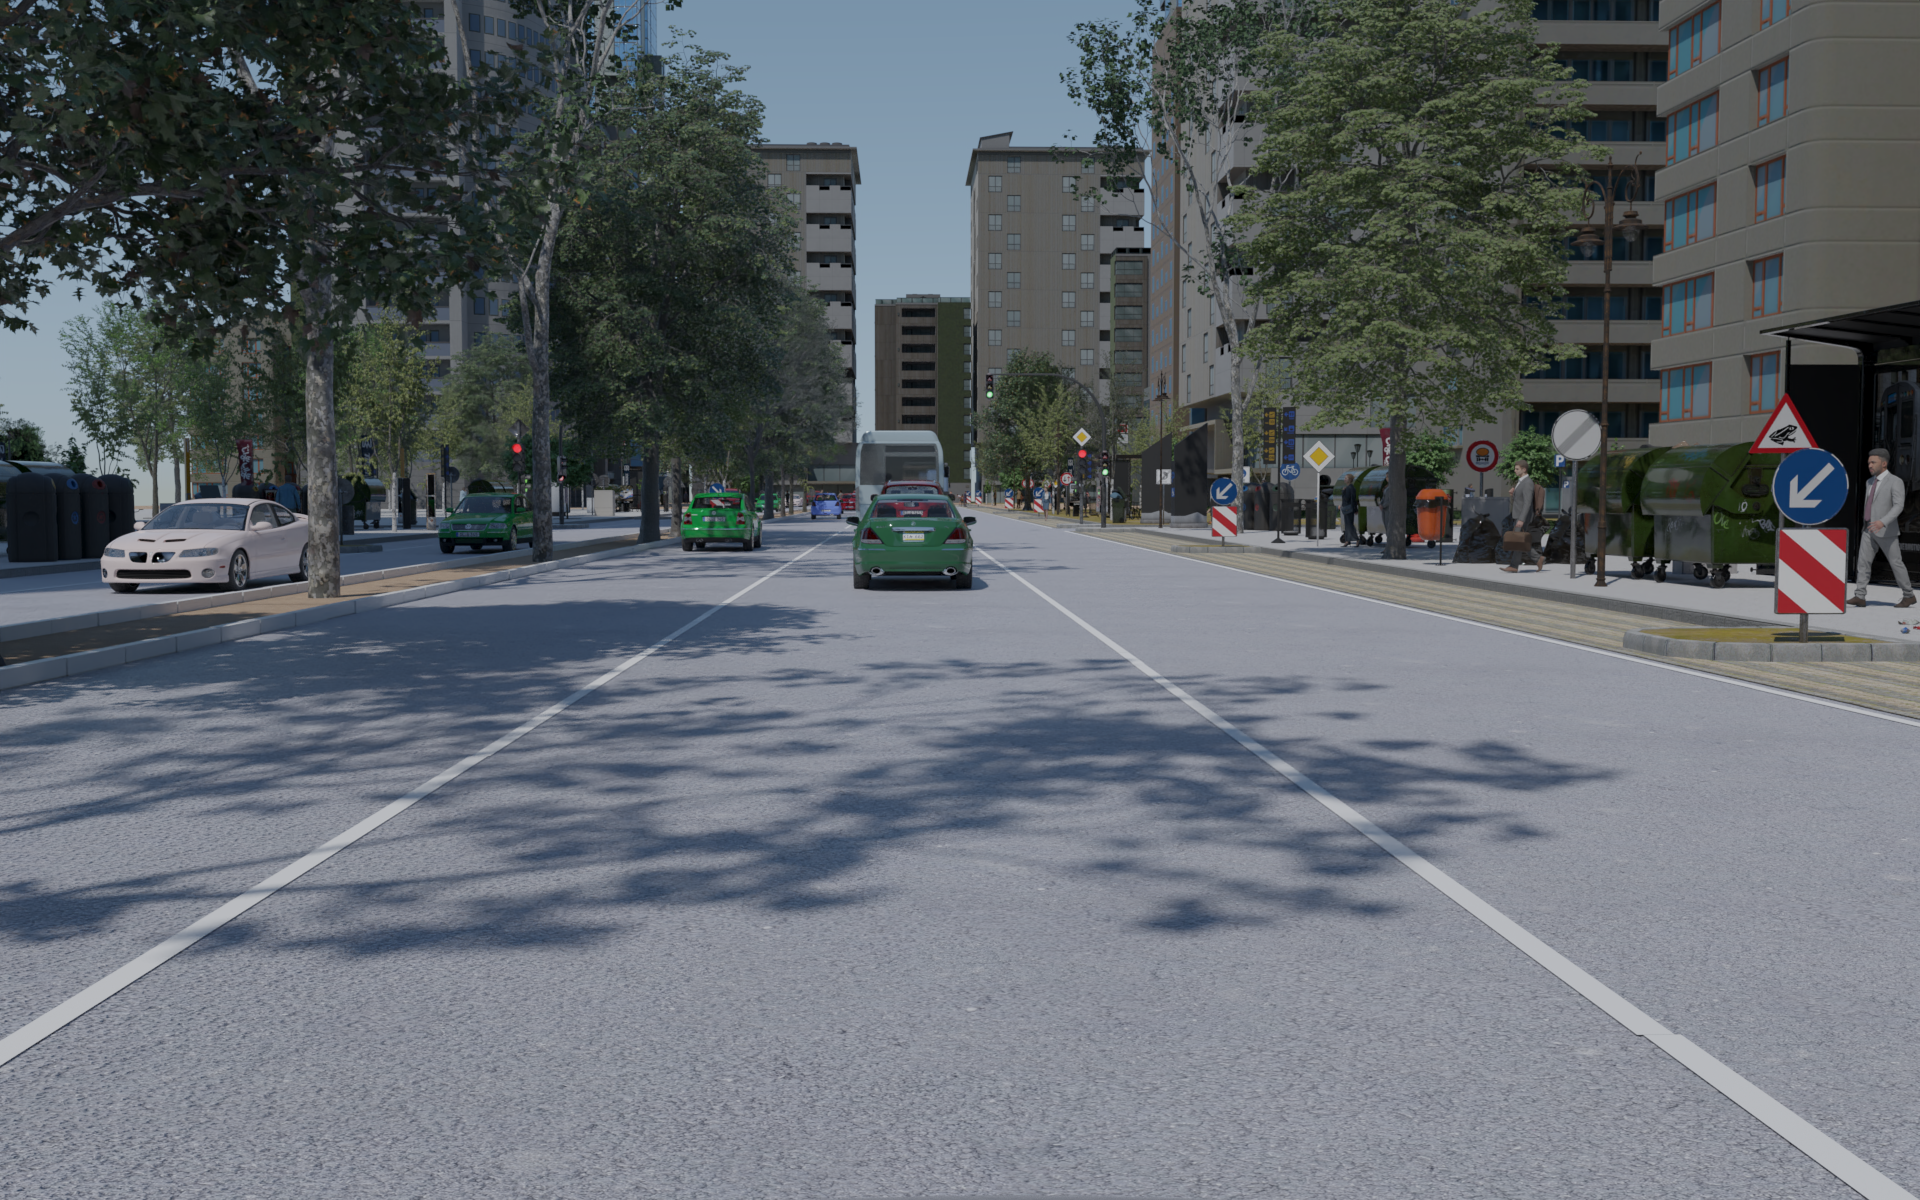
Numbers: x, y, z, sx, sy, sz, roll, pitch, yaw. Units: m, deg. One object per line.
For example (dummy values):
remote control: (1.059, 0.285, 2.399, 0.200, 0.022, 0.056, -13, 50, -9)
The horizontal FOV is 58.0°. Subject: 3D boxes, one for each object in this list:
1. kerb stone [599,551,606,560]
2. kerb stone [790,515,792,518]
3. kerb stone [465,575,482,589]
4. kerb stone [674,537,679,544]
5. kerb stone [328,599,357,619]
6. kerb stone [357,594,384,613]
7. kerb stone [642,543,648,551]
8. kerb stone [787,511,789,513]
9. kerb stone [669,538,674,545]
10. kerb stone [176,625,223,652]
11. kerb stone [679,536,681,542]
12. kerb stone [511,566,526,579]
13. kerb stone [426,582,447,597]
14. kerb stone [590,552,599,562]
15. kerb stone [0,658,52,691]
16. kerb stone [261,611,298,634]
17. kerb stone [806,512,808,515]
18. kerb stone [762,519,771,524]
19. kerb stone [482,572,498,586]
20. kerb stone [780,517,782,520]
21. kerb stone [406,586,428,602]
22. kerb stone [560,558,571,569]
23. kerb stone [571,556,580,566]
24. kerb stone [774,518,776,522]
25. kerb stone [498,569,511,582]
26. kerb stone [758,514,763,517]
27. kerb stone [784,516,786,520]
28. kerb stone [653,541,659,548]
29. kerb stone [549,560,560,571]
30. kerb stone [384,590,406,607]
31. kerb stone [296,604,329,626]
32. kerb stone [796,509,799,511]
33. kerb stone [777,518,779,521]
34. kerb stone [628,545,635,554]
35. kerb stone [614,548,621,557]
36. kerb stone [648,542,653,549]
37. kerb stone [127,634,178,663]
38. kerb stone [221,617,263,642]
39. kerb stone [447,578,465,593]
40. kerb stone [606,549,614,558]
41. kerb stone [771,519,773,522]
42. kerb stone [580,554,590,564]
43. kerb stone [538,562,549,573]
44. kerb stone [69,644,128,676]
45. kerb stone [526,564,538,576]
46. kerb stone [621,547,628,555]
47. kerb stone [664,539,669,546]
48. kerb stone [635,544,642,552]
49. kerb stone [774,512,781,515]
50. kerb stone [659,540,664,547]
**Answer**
kerb stone: (-7.898, -0.947, 37.681, 0.120, 0.150, 1.000, 0, 4, -2)
kerb stone: (-10.037, -4.803, 100.719, 0.120, 0.150, 1.000, 0, 4, -2)
kerb stone: (-7.508, -0.254, 26.401, 0.120, 0.150, 1.000, 0, 4, -2)
kerb stone: (-8.319, -1.697, 49.965, 0.120, 0.150, 1.000, 0, 4, -2)
kerb stone: (-7.305, 0.118, 20.270, 0.120, 0.150, 1.000, 0, 4, -2)
kerb stone: (-7.329, 0.055, 21.294, 0.120, 0.150, 1.000, 0, 4, -2)
kerb stone: (-8.105, -1.321, 43.821, 0.120, 0.150, 1.000, 0, 4, -2)
kerb stone: (-13.285, -6.871, 134.539, 0.120, 0.150, 1.000, 0, 4, -2)
kerb stone: (-8.270, -1.634, 48.943, 0.120, 0.150, 1.000, 0, 4, -2)
kerb stone: (-7.161, 0.373, 16.171, 0.120, 0.150, 1.000, 0, 4, -2)
kerb stone: (-8.352, -1.758, 50.987, 0.120, 0.150, 1.000, 0, 4, -2)
kerb stone: (-7.608, -0.445, 29.480, 0.120, 0.150, 1.000, 0, 4, -2)
kerb stone: (-7.438, -0.132, 24.358, 0.120, 0.150, 1.000, 0, 4, -2)
kerb stone: (-7.853, -0.884, 36.656, 0.120, 0.150, 1.000, 0, 4, -2)
kerb stone: (-7.062, 0.556, 13.100, 0.120, 0.150, 1.000, 0, 4, -2)
kerb stone: (-7.231, 0.244, 18.224, 0.120, 0.150, 1.000, 0, 4, -2)
kerb stone: (-10.629, -5.867, 118.123, 0.120, 0.150, 1.000, 0, 4, -2)
kerb stone: (-9.517, -3.863, 85.353, 0.120, 0.150, 1.000, 0, 4, -2)
kerb stone: (-7.542, -0.318, 27.424, 0.120, 0.150, 1.000, 0, 4, -2)
kerb stone: (-9.756, -4.301, 92.514, 0.120, 0.150, 1.000, 0, 4, -2)
kerb stone: (-7.407, -0.066, 23.337, 0.120, 0.150, 1.000, 0, 4, -2)
kerb stone: (-7.746, -0.696, 33.579, 0.120, 0.150, 1.000, 0, 4, -2)
kerb stone: (-7.788, -0.759, 34.601, 0.120, 0.150, 1.000, 0, 4, -2)
kerb stone: (-9.616, -4.050, 88.418, 0.120, 0.150, 1.000, 0, 4, -2)
kerb stone: (-7.586, -0.382, 28.445, 0.120, 0.150, 1.000, 0, 4, -2)
kerb stone: (-12.415, -5.303, 108.904, 0.120, 0.150, 1.000, 0, 4, -2)
kerb stone: (-9.863, -4.489, 95.588, 0.120, 0.150, 1.000, 0, 4, -2)
kerb stone: (-8.172, -1.442, 45.865, 0.120, 0.150, 1.000, 0, 4, -2)
kerb stone: (-7.722, -0.634, 32.558, 0.120, 0.150, 1.000, 0, 4, -2)
kerb stone: (-7.372, -0.007, 22.315, 0.120, 0.150, 1.000, 0, 4, -2)
kerb stone: (-7.262, 0.180, 19.245, 0.120, 0.150, 1.000, 0, 4, -2)
kerb stone: (-13.673, -7.557, 145.797, 0.120, 0.150, 1.000, 0, 4, -2)
kerb stone: (-9.694, -4.176, 90.470, 0.120, 0.150, 1.000, 0, 4, -2)
kerb stone: (-8.035, -1.198, 41.779, 0.120, 0.150, 1.000, 0, 4, -2)
kerb stone: (-7.965, -1.072, 39.724, 0.120, 0.150, 1.000, 0, 4, -2)
kerb stone: (-8.141, -1.381, 44.843, 0.120, 0.150, 1.000, 0, 4, -2)
kerb stone: (-7.130, 0.436, 15.147, 0.120, 0.150, 1.000, 0, 4, -2)
kerb stone: (-7.198, 0.305, 17.202, 0.120, 0.150, 1.000, 0, 4, -2)
kerb stone: (-7.474, -0.191, 25.380, 0.120, 0.150, 1.000, 0, 4, -2)
kerb stone: (-7.936, -1.010, 38.703, 0.120, 0.150, 1.000, 0, 4, -2)
kerb stone: (-9.548, -3.925, 86.375, 0.120, 0.150, 1.000, 0, 4, -2)
kerb stone: (-7.819, -0.821, 35.623, 0.120, 0.150, 1.000, 0, 4, -2)
kerb stone: (-7.686, -0.570, 31.522, 0.120, 0.150, 1.000, 0, 4, -2)
kerb stone: (-7.092, 0.498, 14.121, 0.120, 0.150, 1.000, 0, 4, -2)
kerb stone: (-7.649, -0.507, 30.501, 0.120, 0.150, 1.000, 0, 4, -2)
kerb stone: (-8.000, -1.135, 40.748, 0.120, 0.150, 1.000, 0, 4, -2)
kerb stone: (-8.245, -1.567, 47.918, 0.120, 0.150, 1.000, 0, 4, -2)
kerb stone: (-8.060, -1.250, 42.801, 0.120, 0.150, 1.000, 0, 4, -2)
kerb stone: (-12.870, -6.118, 122.230, 0.120, 0.150, 1.000, 0, 4, -2)
kerb stone: (-8.207, -1.510, 46.886, 0.120, 0.150, 1.000, 0, 4, -2)
